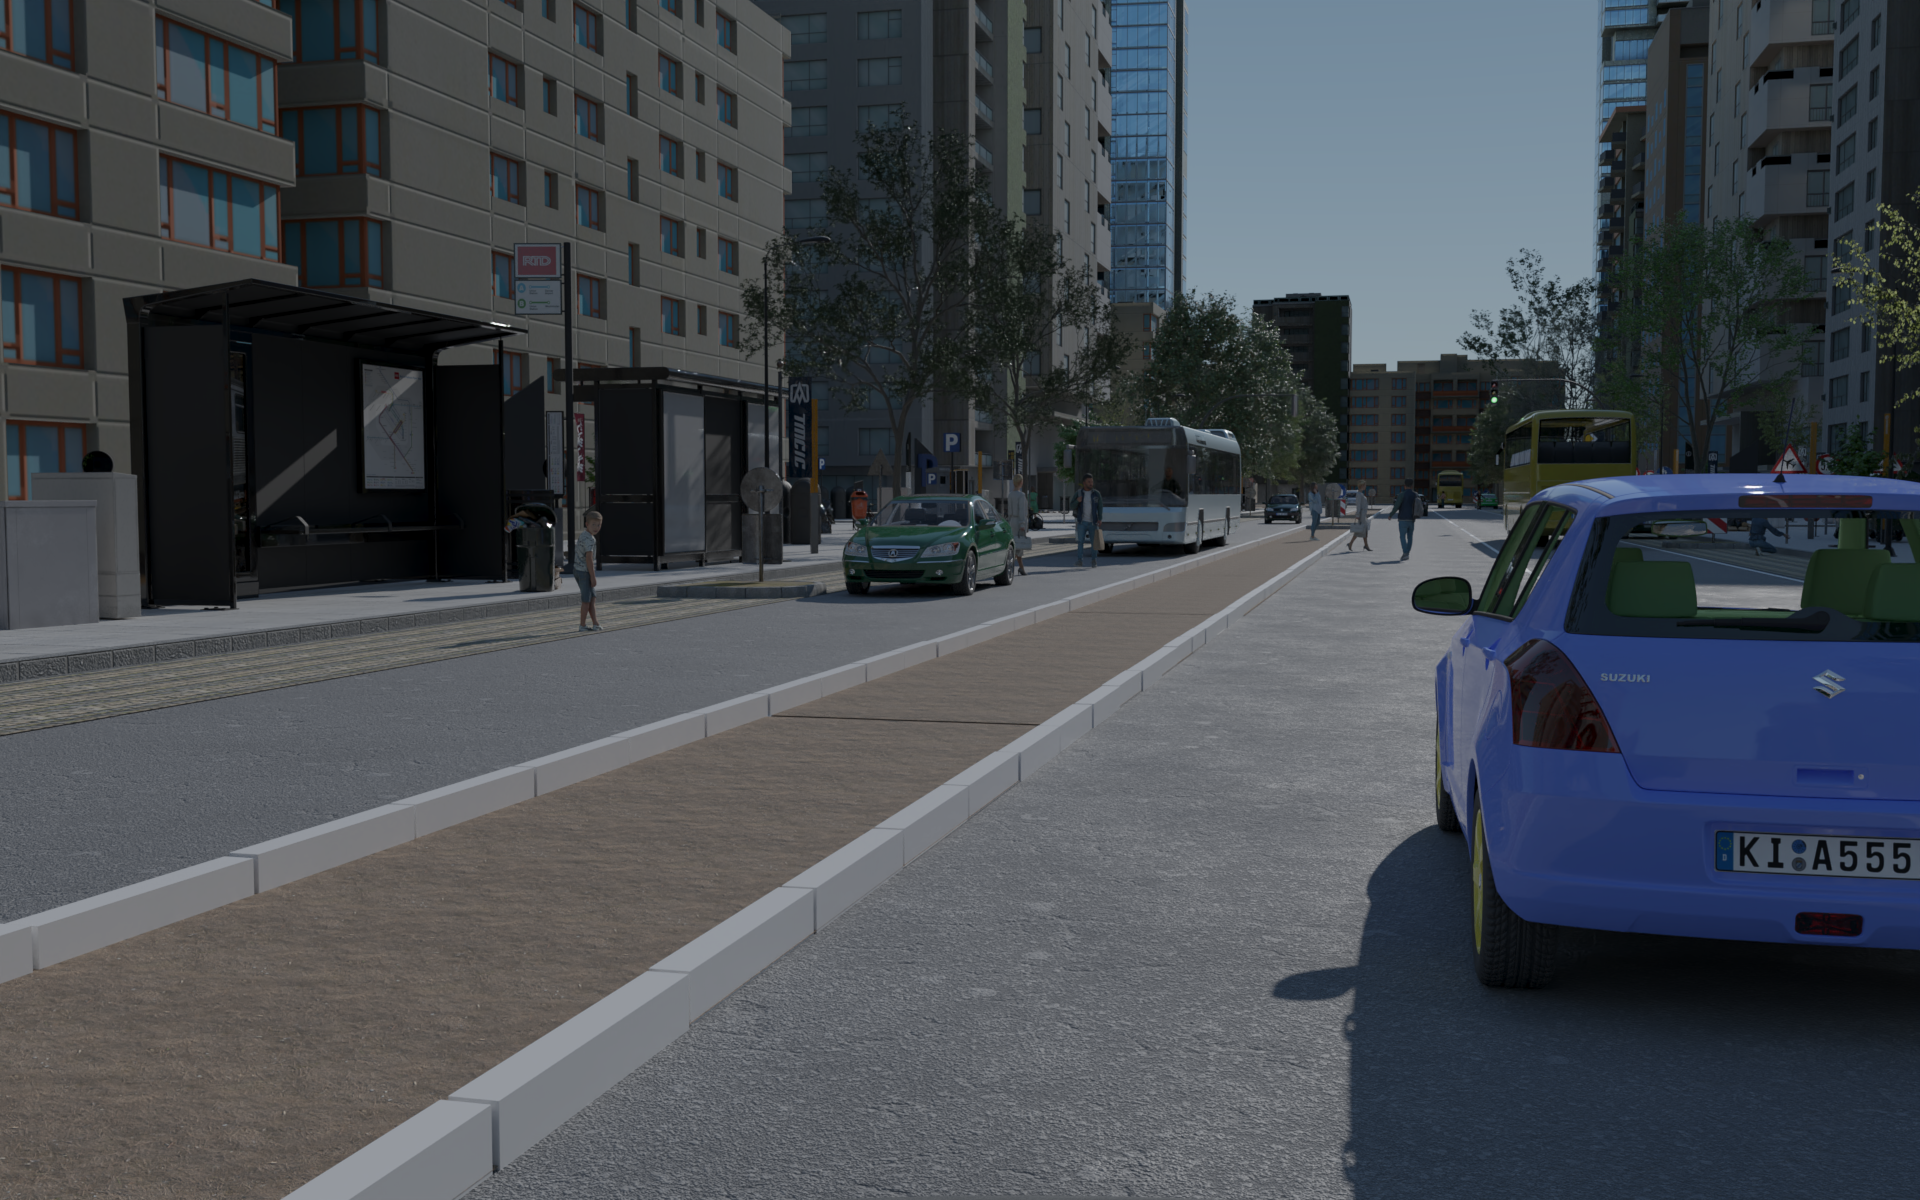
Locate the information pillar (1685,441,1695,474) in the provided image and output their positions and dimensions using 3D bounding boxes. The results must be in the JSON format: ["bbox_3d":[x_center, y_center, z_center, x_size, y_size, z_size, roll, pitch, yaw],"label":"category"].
[{"bbox_3d":[32.274,-5.213,76.588,0.504,3.616,0.183,1,4,13],"label":"information pillar"}]

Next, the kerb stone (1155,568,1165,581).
[{"bbox_3d":[3.205,-0.386,28.510,0.120,0.150,1.000,1,4,14],"label":"kerb stone"}]

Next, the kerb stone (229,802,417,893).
[{"bbox_3d":[-2.431,0.950,6.666,0.120,0.150,1.000,1,4,14],"label":"kerb stone"}]

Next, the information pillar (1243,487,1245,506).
[{"bbox_3d":[23.718,-8.615,145.348,0.304,2.012,0.304,-2,4,-29],"label":"information pillar"}]

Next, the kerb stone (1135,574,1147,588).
[{"bbox_3d":[2.688,-0.264,26.519,0.120,0.150,1.000,1,4,14],"label":"kerb stone"}]

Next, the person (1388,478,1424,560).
[{"bbox_3d":[9.787,-1.776,37.891,0.623,1.781,0.721,-2,4,-25],"label":"person"}]

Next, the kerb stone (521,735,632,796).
[{"bbox_3d":[-1.923,0.829,8.646,0.120,0.150,1.000,1,4,14],"label":"kerb stone"}]

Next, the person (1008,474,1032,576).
[{"bbox_3d":[0.960,-1.307,30.222,0.624,1.780,0.694,-1,4,-22],"label":"person"}]

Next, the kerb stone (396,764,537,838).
[{"bbox_3d":[-2.181,0.889,7.657,0.120,0.150,1.000,1,4,14],"label":"kerb stone"}]

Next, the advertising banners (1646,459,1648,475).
[{"bbox_3d":[34.311,-5.515,86.361,0.090,3.025,2.074,2,4,28],"label":"advertising banners"}]

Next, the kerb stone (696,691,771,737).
[{"bbox_3d":[-1.413,0.708,10.636,0.120,0.150,1.000,1,4,14],"label":"kerb stone"}]

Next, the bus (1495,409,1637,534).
[{"bbox_3d":[17.214,-3.556,49.689,2.896,3.916,12.252,1,4,14],"label":"bus"}]

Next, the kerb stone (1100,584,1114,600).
[{"bbox_3d":[1.916,-0.082,23.530,0.120,0.150,1.000,1,4,14],"label":"kerb stone"}]

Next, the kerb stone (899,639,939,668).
[{"bbox_3d":[-0.385,0.464,14.615,0.120,0.150,1.000,1,4,14],"label":"kerb stone"}]

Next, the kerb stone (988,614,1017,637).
[{"bbox_3d":[0.383,0.282,17.590,0.120,0.150,1.000,1,4,14],"label":"kerb stone"}]

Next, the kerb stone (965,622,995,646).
[{"bbox_3d":[0.135,0.350,16.597,0.120,0.150,1.000,1,4,14],"label":"kerb stone"}]

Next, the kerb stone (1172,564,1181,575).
[{"bbox_3d":[3.716,-0.506,30.490,0.120,0.150,1.000,1,4,14],"label":"kerb stone"}]

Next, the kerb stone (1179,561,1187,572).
[{"bbox_3d":[3.963,-0.568,31.486,0.120,0.150,1.000,1,4,14],"label":"kerb stone"}]

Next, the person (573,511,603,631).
[{"bbox_3d":[-3.866,-0.298,18.052,0.352,1.250,0.332,1,4,17],"label":"person"}]

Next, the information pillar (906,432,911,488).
[{"bbox_3d":[-1.946,-4.535,65.505,0.183,3.616,0.504,-1,4,-15],"label":"information pillar"}]

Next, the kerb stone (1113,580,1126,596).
[{"bbox_3d":[2.171,-0.143,24.527,0.120,0.150,1.000,1,4,14],"label":"kerb stone"}]

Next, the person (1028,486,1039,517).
[{"bbox_3d":[3.260,-4.226,77.848,0.600,1.795,0.529,-1,4,-19],"label":"person"}]

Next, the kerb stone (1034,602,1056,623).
[{"bbox_3d":[0.898,0.161,19.569,0.120,0.150,1.000,1,4,14],"label":"kerb stone"}]

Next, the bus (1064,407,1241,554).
[{"bbox_3d":[5.266,-3.034,44.468,2.948,3.499,13.247,1,4,15],"label":"bus"}]

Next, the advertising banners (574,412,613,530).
[{"bbox_3d":[-8.024,-2.560,38.040,0.090,3.025,2.074,1,4,12],"label":"advertising banners"}]

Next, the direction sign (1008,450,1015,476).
[{"bbox_3d":[2.896,-5.953,89.329,0.876,3.537,0.379,-1,4,-12],"label":"direction sign"}]

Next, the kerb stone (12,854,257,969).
[{"bbox_3d":[-2.688,1.019,5.678,0.120,0.150,1.000,1,4,14],"label":"kerb stone"}]

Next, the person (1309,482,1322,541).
[{"bbox_3d":[10.865,-2.710,53.071,0.793,1.790,0.793,0,4,0],"label":"person"}]

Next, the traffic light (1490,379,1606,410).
[{"bbox_3d":[23.335,-5.727,68.297,4.771,5.953,1.251,1,4,14],"label":"traffic light"}]

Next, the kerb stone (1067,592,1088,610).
[{"bbox_3d":[1.408,0.039,21.550,0.120,0.150,1.000,1,4,14],"label":"kerb stone"}]

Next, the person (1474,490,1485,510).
[{"bbox_3d":[46.955,-9.018,156.458,1.217,1.766,0.721,-1,4,-15],"label":"person"}]

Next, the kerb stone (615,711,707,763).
[{"bbox_3d":[-1.674,0.768,9.642,0.120,0.150,1.000,1,4,14],"label":"kerb stone"}]

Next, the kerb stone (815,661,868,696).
[{"bbox_3d":[-0.897,0.589,12.627,0.120,0.150,1.000,1,4,14],"label":"kerb stone"}]

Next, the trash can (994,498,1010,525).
[{"bbox_3d":[1.692,-3.481,68.564,0.748,1.137,0.748,0,3,0],"label":"trash can"}]

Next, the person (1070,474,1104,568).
[{"bbox_3d":[2.503,-1.522,33.367,0.794,1.824,0.713,1,4,22],"label":"person"}]

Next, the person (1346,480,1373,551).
[{"bbox_3d":[10.017,-2.113,43.393,0.624,1.780,0.694,2,4,28],"label":"person"}]

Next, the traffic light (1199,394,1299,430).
[{"bbox_3d":[13.044,-6.403,79.353,4.771,5.953,1.251,1,4,14],"label":"traffic light"}]

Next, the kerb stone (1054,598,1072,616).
[{"bbox_3d":[1.146,0.109,20.561,0.120,0.150,1.000,1,4,14],"label":"kerb stone"}]

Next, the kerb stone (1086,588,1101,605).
[{"bbox_3d":[1.660,-0.021,22.541,0.120,0.150,1.000,1,4,14],"label":"kerb stone"}]

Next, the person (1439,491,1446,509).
[{"bbox_3d":[46.817,-9.720,168.126,0.721,1.736,1.217,3,5,44],"label":"person"}]

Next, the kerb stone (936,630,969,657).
[{"bbox_3d":[-0.119,0.410,15.606,0.120,0.150,1.000,1,4,14],"label":"kerb stone"}]

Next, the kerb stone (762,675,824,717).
[{"bbox_3d":[-1.151,0.647,11.624,0.120,0.150,1.000,1,4,14],"label":"kerb stone"}]

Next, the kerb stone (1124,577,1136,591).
[{"bbox_3d":[2.427,-0.200,25.521,0.120,0.150,1.000,1,4,14],"label":"kerb stone"}]

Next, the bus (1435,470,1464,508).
[{"bbox_3d":[50.936,-11.532,180.090,2.896,3.916,12.252,1,4,15],"label":"bus"}]

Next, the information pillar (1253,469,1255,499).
[{"bbox_3d":[21.883,-8.413,128.903,0.183,3.616,0.504,1,4,10],"label":"information pillar"}]

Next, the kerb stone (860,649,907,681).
[{"bbox_3d":[-0.637,0.525,13.618,0.120,0.150,1.000,1,4,14],"label":"kerb stone"}]

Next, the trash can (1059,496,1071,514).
[{"bbox_3d":[6.775,-6.129,111.869,0.748,1.137,0.748,0,3,0],"label":"trash can"}]

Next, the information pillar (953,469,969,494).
[{"bbox_3d":[0.059,-2.898,51.871,0.304,2.012,0.304,2,4,27],"label":"information pillar"}]

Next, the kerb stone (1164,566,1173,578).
[{"bbox_3d":[3.454,-0.447,29.502,0.120,0.150,1.000,1,4,14],"label":"kerb stone"}]

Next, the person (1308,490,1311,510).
[{"bbox_3d":[30.859,-8.781,152.095,0.660,1.820,0.620,2,4,32],"label":"person"}]

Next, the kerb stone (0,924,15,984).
[{"bbox_3d":[-2.940,1.071,4.679,0.120,0.150,1.000,1,4,14],"label":"kerb stone"}]

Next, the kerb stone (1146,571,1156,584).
[{"bbox_3d":[2.941,-0.325,27.510,0.120,0.150,1.000,1,4,14],"label":"kerb stone"}]

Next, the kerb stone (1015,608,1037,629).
[{"bbox_3d":[0.638,0.224,18.580,0.120,0.150,1.000,1,4,14],"label":"kerb stone"}]
